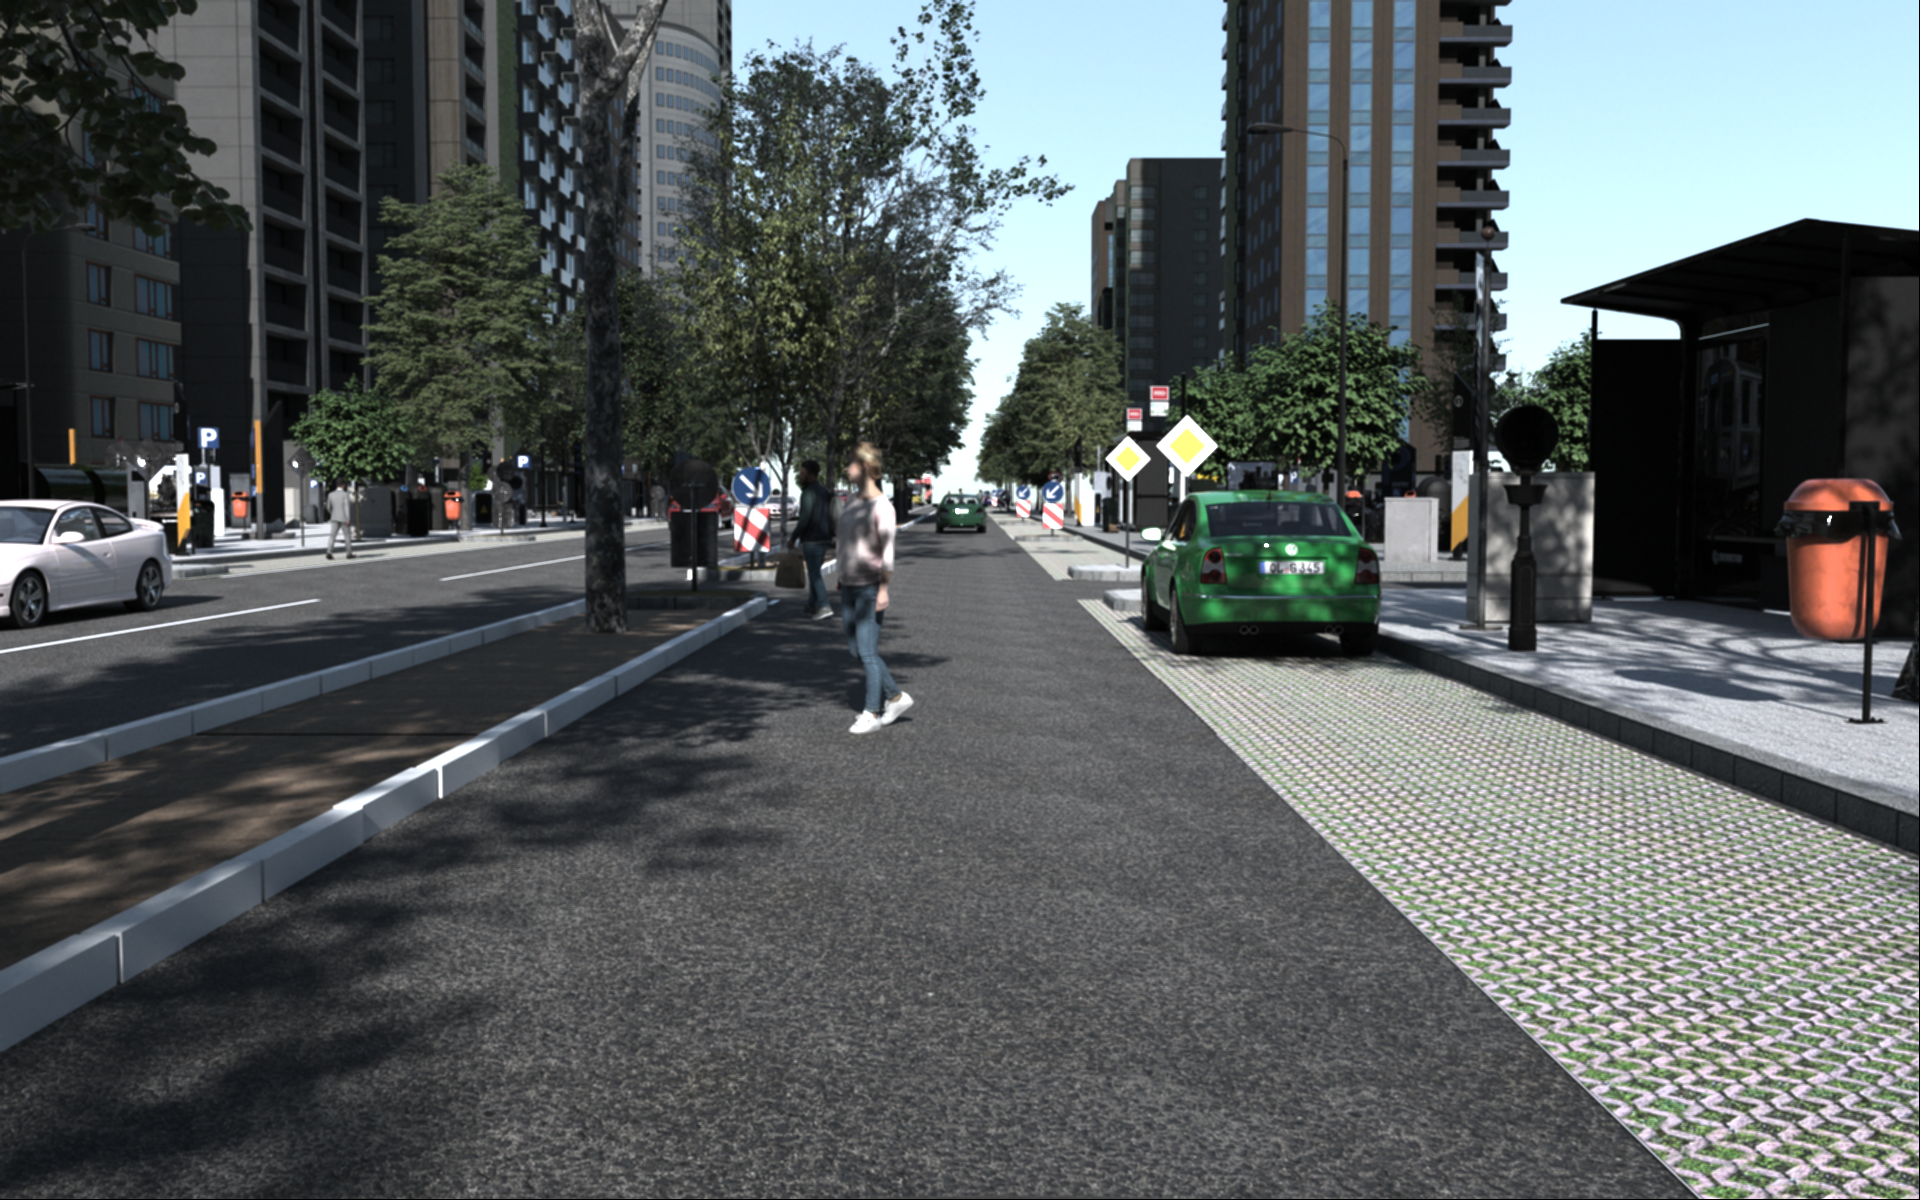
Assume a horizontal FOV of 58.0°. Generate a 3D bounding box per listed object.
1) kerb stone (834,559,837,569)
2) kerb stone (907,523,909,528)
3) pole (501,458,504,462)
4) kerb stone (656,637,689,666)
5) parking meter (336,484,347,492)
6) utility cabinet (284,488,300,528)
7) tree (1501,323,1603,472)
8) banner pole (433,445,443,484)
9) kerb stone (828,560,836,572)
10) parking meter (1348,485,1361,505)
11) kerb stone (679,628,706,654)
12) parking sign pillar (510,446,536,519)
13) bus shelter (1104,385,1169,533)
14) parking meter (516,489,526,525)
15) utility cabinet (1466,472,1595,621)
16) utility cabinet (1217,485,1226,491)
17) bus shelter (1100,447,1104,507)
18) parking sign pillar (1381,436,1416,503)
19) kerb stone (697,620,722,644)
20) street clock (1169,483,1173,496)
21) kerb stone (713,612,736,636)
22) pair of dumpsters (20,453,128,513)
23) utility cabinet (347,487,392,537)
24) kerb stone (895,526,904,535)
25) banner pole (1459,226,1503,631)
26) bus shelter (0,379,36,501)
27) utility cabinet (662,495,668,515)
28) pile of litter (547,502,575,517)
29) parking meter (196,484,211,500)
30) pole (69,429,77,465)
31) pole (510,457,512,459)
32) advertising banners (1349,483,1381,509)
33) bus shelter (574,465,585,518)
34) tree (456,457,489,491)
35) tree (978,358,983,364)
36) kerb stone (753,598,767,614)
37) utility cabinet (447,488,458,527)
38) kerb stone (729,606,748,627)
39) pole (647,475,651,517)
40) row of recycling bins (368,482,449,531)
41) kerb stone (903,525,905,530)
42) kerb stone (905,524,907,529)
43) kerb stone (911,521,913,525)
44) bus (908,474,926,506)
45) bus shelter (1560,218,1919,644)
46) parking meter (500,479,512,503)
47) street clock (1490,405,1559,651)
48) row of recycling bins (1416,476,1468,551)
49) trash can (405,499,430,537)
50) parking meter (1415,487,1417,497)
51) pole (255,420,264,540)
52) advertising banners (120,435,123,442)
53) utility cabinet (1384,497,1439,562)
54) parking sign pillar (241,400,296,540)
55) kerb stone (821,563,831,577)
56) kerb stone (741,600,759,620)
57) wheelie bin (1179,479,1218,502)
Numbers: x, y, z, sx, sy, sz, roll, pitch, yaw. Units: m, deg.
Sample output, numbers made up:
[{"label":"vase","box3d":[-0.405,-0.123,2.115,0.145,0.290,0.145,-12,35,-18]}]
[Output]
[{"label":"kerb stone","box3d":[-2.411,-0.649,32.820,0.120,0.150,1.000,0,4,0]},{"label":"kerb stone","box3d":[-2.281,-2.966,70.751,0.120,0.150,1.000,0,4,0]},{"label":"pole","box3d":[-25.983,-6.399,98.461,0.158,3.312,0.155,0,3,0]},{"label":"kerb stone","box3d":[-2.481,0.452,14.804,0.120,0.150,1.000,0,4,0]},{"label":"parking meter","box3d":[-25.511,-4.024,71.496,0.399,1.863,0.255,1,4,20]},{"label":"utility cabinet","box3d":[-25.051,-3.404,64.327,1.173,1.500,0.318,2,4,25]},{"label":"tree","box3d":[12.143,-3.037,33.376,4.285,4.588,4.351,0,3,0]},{"label":"banner pole","box3d":[-25.906,-5.880,86.156,0.863,3.779,0.401,2,4,35]},{"label":"kerb stone","box3d":[-2.418,-0.587,31.794,0.120,0.150,1.000,0,4,0]},{"label":"parking meter","box3d":[11.348,-2.536,49.877,0.372,1.533,0.369,0,3,0]},{"label":"kerb stone","box3d":[-2.478,0.392,15.833,0.120,0.150,1.000,0,4,0]},{"label":"parking sign pillar","box3d":[-23.162,-6.295,91.389,1.447,3.967,1.447,3,4,37]},{"label":"bus shelter","box3d":[6.644,-5.137,61.619,2.179,5.291,8.768,0,4,0]},{"label":"parking meter","box3d":[-18.327,-3.905,72.265,0.372,1.533,0.369,0,3,0]},{"label":"utility cabinet","box3d":[5.695,-0.528,17.320,1.173,1.500,0.318,0,4,-4]},{"label":"utility cabinet","box3d":[6.907,-2.142,43.701,1.173,1.500,0.318,3,4,38]},{"label":"bus shelter","box3d":[7.401,-6.161,78.356,2.179,5.291,8.768,0,4,0]},{"label":"parking sign pillar","box3d":[17.700,-4.979,69.885,1.447,3.967,1.447,3,4,36]},{"label":"kerb stone","box3d":[-2.474,0.330,16.868,0.120,0.150,1.000,0,4,0]},{"label":"street clock","box3d":[8.614,-4.130,72.096,0.471,2.002,0.358,-1,4,-20]},{"label":"kerb stone","box3d":[-2.463,0.263,17.894,0.120,0.150,1.000,0,4,0]},{"label":"pair of dumpsters","box3d":[-20.513,-2.280,39.777,1.574,2.255,4.437,0,4,0]},{"label":"utility cabinet","box3d":[-17.376,-2.586,50.968,1.173,1.500,0.318,-2,4,-29]},{"label":"kerb stone","box3d":[-2.298,-2.649,65.606,0.120,0.150,1.000,0,4,0]},{"label":"banner pole","box3d":[4.841,-1.596,16.110,0.401,3.779,0.863,2,4,26]},{"label":"bus shelter","box3d":[-20.404,-2.592,33.654,1.731,3.624,6.357,0,3,0]},{"label":"utility cabinet","box3d":[-17.908,-5.753,105.217,0.306,1.237,1.020,1,4,19]},{"label":"pile of litter","box3d":[-22.785,-5.188,98.783,1.719,0.858,1.176,1,4,10]},{"label":"parking meter","box3d":[-19.594,-2.232,44.907,0.372,1.533,0.369,0,3,0]},{"label":"pole","box3d":[-27.761,-3.697,54.281,0.158,3.312,0.155,0,3,0]},{"label":"pole","box3d":[-24.394,-6.150,94.393,0.158,3.312,0.155,0,3,0]},{"label":"advertising banners","box3d":[17.034,-4.664,72.444,2.074,3.025,0.090,-2,4,-23]},{"label":"bus shelter","box3d":[-19.449,-6.291,94.148,1.731,3.624,6.357,0,4,0]},{"label":"tree","box3d":[-24.821,-5.782,89.138,1.663,3.219,1.824,0,3,0]},{"label":"tree","box3d":[-3.261,-11.171,91.763,9.857,13.997,8.962,0,3,0]},{"label":"kerb stone","box3d":[-2.460,0.075,20.986,0.120,0.150,1.000,0,4,0]},{"label":"utility cabinet","box3d":[-19.791,-3.518,66.199,1.173,1.500,0.318,1,4,12]},{"label":"kerb stone","box3d":[-2.466,0.201,18.916,0.120,0.150,1.000,0,4,0]},{"label":"pole","box3d":[-17.072,-6.184,94.954,0.158,3.312,0.155,0,3,0]},{"label":"row of recycling bins","box3d":[-19.054,-3.213,59.641,1.069,1.692,3.534,2,4,25]},{"label":"kerb stone","box3d":[-2.289,-2.716,66.640,0.120,0.150,1.000,0,4,0]},{"label":"kerb stone","box3d":[-2.279,-2.844,68.696,0.120,0.150,1.000,0,4,0]},{"label":"kerb stone","box3d":[-2.255,-3.283,75.876,0.120,0.150,1.000,0,4,0]},{"label":"bus","box3d":[-5.757,-13.630,214.403,2.896,3.916,12.252,0,4,1]},{"label":"bus shelter","box3d":[8.072,-1.627,17.892,1.731,3.624,6.357,0,4,0]},{"label":"parking meter","box3d":[-17.050,-3.631,65.070,0.399,1.863,0.255,-1,4,-22]},{"label":"street clock","box3d":[4.619,-0.587,14.171,0.471,2.002,0.358,0,4,6]},{"label":"row of recycling bins","box3d":[12.091,-1.953,39.046,3.534,1.692,1.069,1,4,19]},{"label":"trash can","box3d":[-16.287,-2.469,52.027,0.748,1.137,0.748,0,3,0]},{"label":"parking meter","box3d":[12.870,-2.440,48.309,0.372,1.533,0.369,0,3,0]},{"label":"pole","box3d":[-19.451,-3.318,48.085,0.158,3.312,0.155,0,3,0]},{"label":"advertising banners","box3d":[-25.554,-3.451,52.613,0.090,3.025,2.074,-2,4,-33]},{"label":"utility cabinet","box3d":[8.582,-1.332,32.940,0.306,1.237,1.020,-3,5,-42]},{"label":"parking sign pillar","box3d":[-19.732,-3.721,49.311,1.447,3.967,1.447,0,4,3]},{"label":"kerb stone","box3d":[-2.428,-0.525,30.772,0.120,0.150,1.000,0,4,0]},{"label":"kerb stone","box3d":[-2.462,0.140,19.949,0.120,0.150,1.000,0,4,0]},{"label":"wheelie bin","box3d":[5.058,-1.750,36.514,0.980,1.594,0.693,-2,4,-24]}]
